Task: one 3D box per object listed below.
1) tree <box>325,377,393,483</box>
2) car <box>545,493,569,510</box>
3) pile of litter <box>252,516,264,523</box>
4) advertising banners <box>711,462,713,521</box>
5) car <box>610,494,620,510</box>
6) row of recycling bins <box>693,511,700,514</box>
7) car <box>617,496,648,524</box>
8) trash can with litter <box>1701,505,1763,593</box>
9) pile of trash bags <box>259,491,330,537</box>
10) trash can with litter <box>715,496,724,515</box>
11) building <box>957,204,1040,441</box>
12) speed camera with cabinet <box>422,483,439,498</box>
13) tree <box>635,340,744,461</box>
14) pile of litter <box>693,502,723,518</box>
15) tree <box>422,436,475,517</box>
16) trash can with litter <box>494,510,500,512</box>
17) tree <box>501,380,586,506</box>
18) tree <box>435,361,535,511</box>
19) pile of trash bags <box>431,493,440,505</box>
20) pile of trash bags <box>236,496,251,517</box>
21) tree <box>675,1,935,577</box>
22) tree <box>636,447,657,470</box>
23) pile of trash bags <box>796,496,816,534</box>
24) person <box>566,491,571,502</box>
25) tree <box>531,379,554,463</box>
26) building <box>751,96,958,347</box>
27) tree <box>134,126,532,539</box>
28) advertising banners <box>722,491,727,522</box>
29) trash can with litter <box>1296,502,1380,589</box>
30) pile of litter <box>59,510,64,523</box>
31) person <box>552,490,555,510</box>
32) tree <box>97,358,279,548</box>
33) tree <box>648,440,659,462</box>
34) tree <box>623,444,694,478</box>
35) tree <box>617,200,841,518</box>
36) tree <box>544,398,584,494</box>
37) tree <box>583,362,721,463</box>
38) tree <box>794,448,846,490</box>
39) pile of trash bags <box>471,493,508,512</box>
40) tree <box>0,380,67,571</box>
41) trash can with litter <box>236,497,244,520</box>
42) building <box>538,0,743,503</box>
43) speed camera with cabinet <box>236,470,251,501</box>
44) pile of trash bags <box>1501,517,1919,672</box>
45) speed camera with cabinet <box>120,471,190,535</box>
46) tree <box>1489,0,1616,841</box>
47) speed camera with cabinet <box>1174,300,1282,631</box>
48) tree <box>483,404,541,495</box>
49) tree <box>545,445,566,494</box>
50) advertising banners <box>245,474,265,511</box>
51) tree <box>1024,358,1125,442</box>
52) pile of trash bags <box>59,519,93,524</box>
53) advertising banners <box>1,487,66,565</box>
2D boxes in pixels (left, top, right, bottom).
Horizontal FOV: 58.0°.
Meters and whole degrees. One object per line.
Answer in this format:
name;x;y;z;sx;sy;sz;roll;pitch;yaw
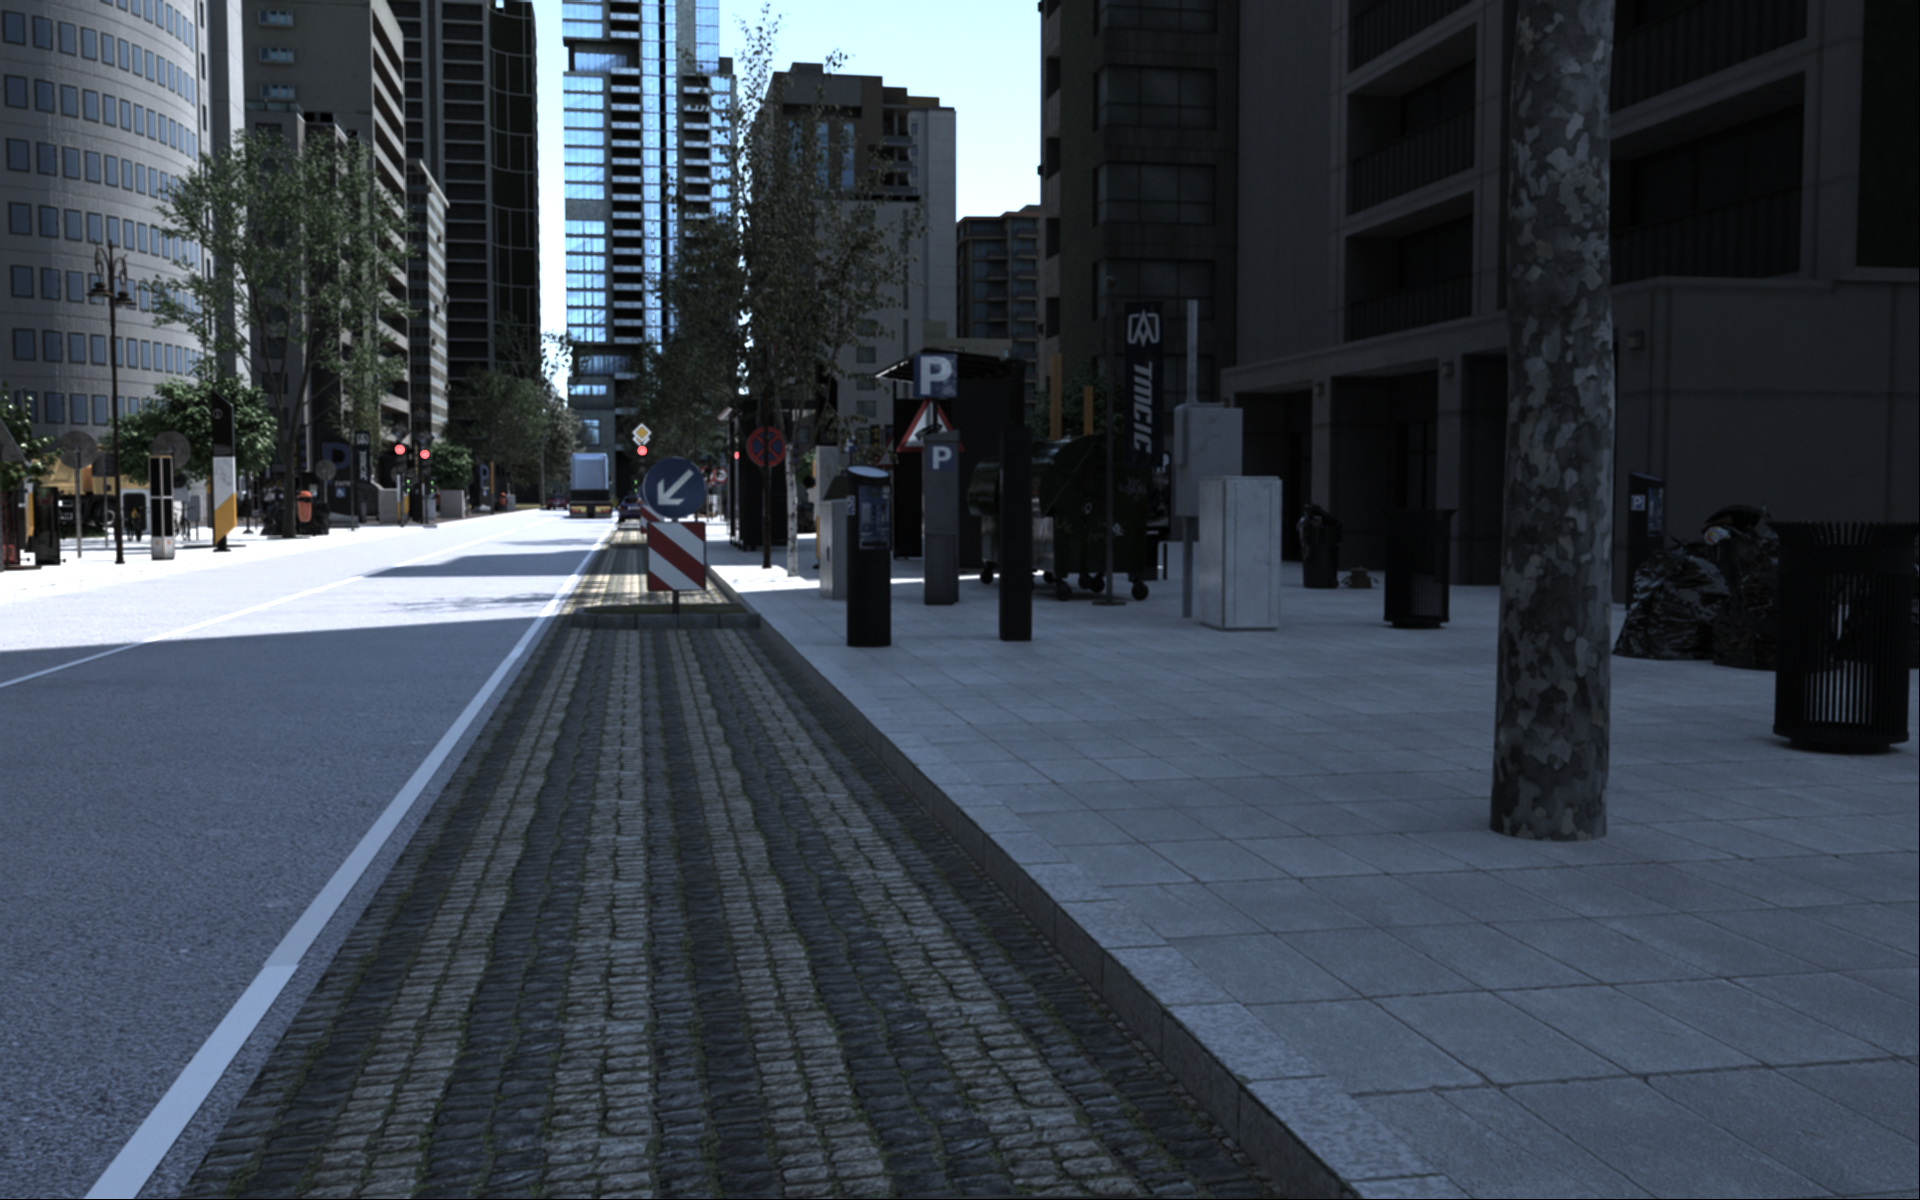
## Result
tree;-35.181;-9.284;102.157;4.737;8.622;4.395;0;3;0
car;-36.580;-9.067;157.282;2.155;1.783;4.494;-1;4;-10
pile of litter;-30.954;-3.906;77.828;1.719;0.858;1.176;-1;4;-14
advertising banners;-11.948;-5.332;83.364;0.090;3.025;2.074;-1;4;-8
car;-32.460;-9.174;160.223;2.015;1.641;3.980;-1;4;-10
row of recycling bins;-17.637;-6.383;111.479;1.069;1.692;3.534;-2;4;-29
car;-15.827;-4.418;84.813;1.945;1.354;3.894;-1;4;-9
trash can with litter;7.644;-0.372;17.477;0.624;1.170;1.055;0;4;2
pile of trash bags;-20.411;-2.670;53.413;1.912;1.369;3.447;-2;4;-29
trash can with litter;-14.414;-5.708;104.718;0.624;1.170;1.055;1;4;15
building;12.055;-37.308;264.613;28.867;44.769;22.147;-1;4;-11
speed camera with cabinet;-43.587;-9.014;141.707;2.038;3.252;0.660;0;4;2
tree;-17.913;-11.566;114.860;9.928;11.665;9.643;0;3;0
pile of litter;-13.749;-4.909;94.226;1.719;0.858;1.176;2;4;33
tree;-28.969;-6.957;97.459;4.285;4.588;4.351;0;3;0
trash can with litter;-32.888;-6.756;121.514;2.233;1.210;1.678;-3;5;-43
tree;-46.479;-17.462;192.154;9.857;13.997;8.962;0;3;0
tree;-33.765;-11.505;122.523;8.767;10.594;7.601;2;4;35
pile of trash bags;-40.171;-7.411;130.927;3.447;1.369;1.912;3;5;41
pile of trash bags;-40.223;-5.278;96.048;1.912;1.369;3.447;1;4;10
tree;-2.544;-4.649;26.381;4.360;8.622;3.978;0;3;0
tree;-29.316;-13.371;168.979;4.737;8.622;4.395;0;3;0
pile of trash bags;-5.655;-2.835;56.109;1.912;1.369;3.447;0;4;6
person;-43.330;-11.265;192.689;1.348;1.823;0.705;1;4;10
tree;-37.192;-13.298;143.176;9.928;11.665;9.643;0;3;0
building;-16.170;-43.770;257.644;28.212;58.520;21.231;-1;4;-11
tree;-19.243;-7.560;49.360;9.928;11.665;9.643;0;3;0
advertising banners;-10.608;-5.118;79.871;0.090;3.025;2.074;-2;4;-25
trash can with litter;5.166;-0.753;23.691;1.055;1.170;0.624;0;4;1
pile of litter;-30.304;-2.724;58.506;1.176;0.858;1.719;-1;4;-23
person;-37.585;-9.278;160.175;0.705;1.826;1.348;0;4;-8
tree;-18.145;-3.569;42.061;4.285;4.588;4.351;0;3;0
tree;-20.025;-10.522;122.401;4.360;8.622;3.978;0;3;0
tree;-36.650;-18.143;213.641;9.611;12.733;9.660;0;3;0
tree;-7.480;-7.433;55.947;7.601;10.594;8.767;-1;4;-22
tree;-50.369;-18.853;218.611;12.009;13.543;11.850;0;3;0
tree;-26.048;-14.873;153.546;12.009;13.543;11.850;0;3;0
tree;-10.240;-8.447;121.828;4.285;4.588;4.351;0;3;0
pile of trash bags;-33.928;-7.141;126.502;1.912;1.369;3.447;-3;4;-36
tree;-16.050;-2.127;29.371;1.663;3.219;1.824;0;3;0
trash can with litter;-36.315;-4.553;85.495;1.678;1.210;2.233;2;4;30
building;-45.391;-57.451;251.990;31.000;86.520;22.319;-1;4;-11
speed camera with cabinet;-43.071;-6.712;104.071;0.660;3.252;2.038;0;4;-4
pile of trash bags;5.748;-0.213;13.228;3.447;1.369;1.912;-1;4;-13
speed camera with cabinet;-25.523;-3.701;54.853;2.038;3.252;0.660;-1;4;-22
tree;2.965;-9.259;7.278;12.611;20.169;13.585;0;3;0
speed camera with cabinet;2.625;-1.391;17.075;0.660;3.252;2.038;0;4;-6
tree;-34.548;-11.151;132.677;4.360;8.622;3.978;0;3;0
tree;-47.765;-15.385;201.908;4.360;8.622;3.978;0;3;0
advertising banners;-40.829;-6.374;100.399;2.074;3.025;0.090;2;4;33
tree;3.167;-3.562;41.951;4.285;4.588;4.351;0;3;0
pile of trash bags;-39.259;-3.976;74.762;3.447;1.369;1.912;1;4;10
advertising banners;-17.190;-2.141;31.200;2.074;3.025;0.090;0;4;2
